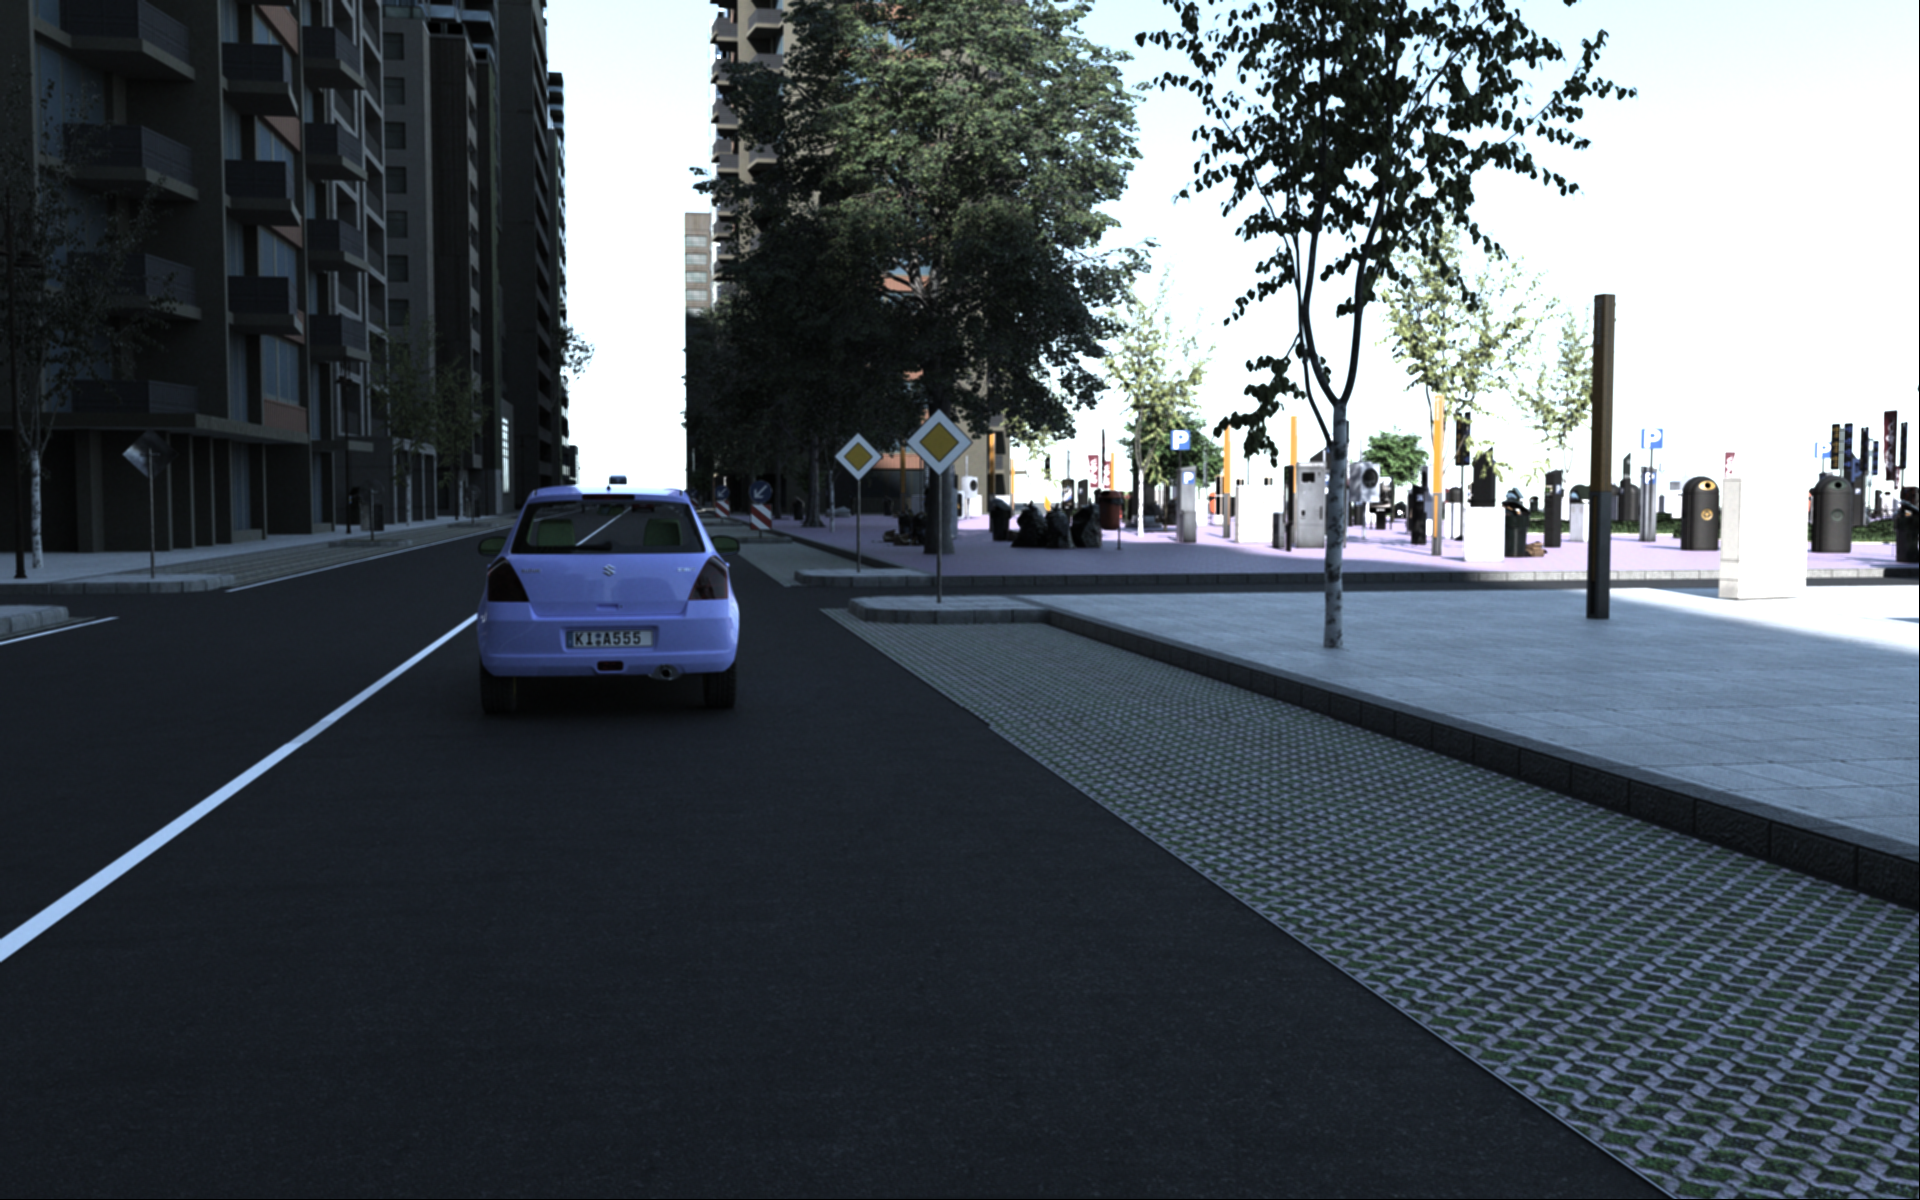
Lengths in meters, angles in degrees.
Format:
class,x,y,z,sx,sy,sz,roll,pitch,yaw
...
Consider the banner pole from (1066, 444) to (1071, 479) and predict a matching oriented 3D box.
class,x,y,z,sx,sy,sz,roll,pitch,yaw
banner pole,5.477,-5.956,87.405,0.401,3.779,0.863,1,4,19

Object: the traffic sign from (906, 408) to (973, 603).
class,x,y,z,sx,sy,sz,roll,pitch,yaw
traffic sign,-0.248,-1.020,20.328,0.795,2.450,0.064,-1,4,-10

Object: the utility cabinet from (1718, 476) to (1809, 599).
class,x,y,z,sx,sy,sz,roll,pitch,yaw
utility cabinet,9.813,-0.764,21.162,1.173,1.500,0.318,-2,4,-26

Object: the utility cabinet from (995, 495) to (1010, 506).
class,x,y,z,sx,sy,sz,roll,pitch,yaw
utility cabinet,2.057,-4.678,87.648,1.020,1.237,0.306,-3,5,-43

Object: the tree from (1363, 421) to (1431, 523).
class,x,y,z,sx,sy,sz,roll,pitch,yaw
tree,19.569,-5.776,78.145,4.285,4.588,4.351,0,3,0

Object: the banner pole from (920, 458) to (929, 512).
class,x,y,z,sx,sy,sz,roll,pitch,yaw
banner pole,-1.860,-6.212,91.576,0.863,3.779,0.401,-2,4,-26

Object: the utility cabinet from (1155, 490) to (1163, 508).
class,x,y,z,sx,sy,sz,roll,pitch,yaw
utility cabinet,9.785,-4.877,88.423,1.173,1.500,0.318,3,5,44

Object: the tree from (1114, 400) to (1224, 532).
class,x,y,z,sx,sy,sz,roll,pitch,yaw
tree,6.917,-4.596,58.865,4.285,4.588,4.351,0,3,0

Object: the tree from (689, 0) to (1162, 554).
class,x,y,z,sx,sy,sz,roll,pitch,yaw
tree,-0.563,-7.971,36.974,9.857,13.997,8.962,0,3,0

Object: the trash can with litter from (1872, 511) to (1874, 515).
class,x,y,z,sx,sy,sz,roll,pitch,yaw
trash can with litter,55.481,-5.685,104.340,1.055,1.170,0.624,-2,4,-29

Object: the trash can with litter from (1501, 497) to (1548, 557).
class,x,y,z,sx,sy,sz,roll,pitch,yaw
trash can with litter,11.447,-1.465,35.335,1.055,1.170,0.624,-2,4,-30

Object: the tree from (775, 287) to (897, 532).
class,x,y,z,sx,sy,sz,roll,pitch,yaw
tree,-4.243,-6.580,57.943,4.360,8.622,3.978,0,3,0

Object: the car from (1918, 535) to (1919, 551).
class,x,y,z,sx,sy,sz,roll,pitch,yaw
car,18.519,-1.209,28.439,5.304,1.827,2.281,-1,4,-11

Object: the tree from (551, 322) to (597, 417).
class,x,y,z,sx,sy,sz,roll,pitch,yaw
tree,-43.445,-19.455,173.983,12.611,20.169,13.585,0,3,0

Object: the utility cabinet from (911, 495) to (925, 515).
class,x,y,z,sx,sy,sz,roll,pitch,yaw
utility cabinet,-2.306,-5.413,99.664,1.020,1.237,0.306,2,4,28

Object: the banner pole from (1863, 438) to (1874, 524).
class,x,y,z,sx,sy,sz,roll,pitch,yaw
banner pole,35.523,-4.754,67.738,0.863,3.779,0.401,-3,5,-40

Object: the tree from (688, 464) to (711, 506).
class,x,y,z,sx,sy,sz,roll,pitch,yaw
tree,-27.991,-12.553,188.947,4.285,4.588,4.351,0,3,0

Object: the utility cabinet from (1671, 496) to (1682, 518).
class,x,y,z,sx,sy,sz,roll,pitch,yaw
utility cabinet,28.428,-3.467,67.854,1.020,1.237,0.306,1,4,15

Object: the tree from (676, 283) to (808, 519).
class,x,y,z,sx,sy,sz,roll,pitch,yaw
tree,-9.164,-10.848,87.742,12.009,13.543,11.850,0,3,0

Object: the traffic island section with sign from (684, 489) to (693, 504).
class,x,y,z,sx,sy,sz,roll,pitch,yaw
traffic island section with sign,-19.583,-7.215,126.587,1.989,1.847,2.006,-1,4,-10

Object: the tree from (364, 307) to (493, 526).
class,x,y,z,sx,sy,sz,roll,pitch,yaw
tree,-21.936,-7.270,69.227,4.737,8.622,4.395,0,3,0

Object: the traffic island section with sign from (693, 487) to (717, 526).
class,x,y,z,sx,sy,sz,roll,pitch,yaw
traffic island section with sign,-10.755,-4.199,77.289,1.989,1.847,2.006,-1,4,-10

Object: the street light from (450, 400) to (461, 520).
class,x,y,z,sx,sy,sz,roll,pitch,yaw
street light,-24.875,-6.889,85.426,0.468,5.910,1.993,-1,4,-10

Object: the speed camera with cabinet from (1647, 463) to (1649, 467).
class,x,y,z,sx,sy,sz,roll,pitch,yaw
speed camera with cabinet,43.461,-7.158,111.362,2.038,3.252,0.660,3,5,44

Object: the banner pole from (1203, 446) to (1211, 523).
class,x,y,z,sx,sy,sz,roll,pitch,yaw
banner pole,10.929,-5.329,77.144,0.401,3.779,0.863,2,4,24

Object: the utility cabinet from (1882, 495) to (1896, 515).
class,x,y,z,sx,sy,sz,roll,pitch,yaw
utility cabinet,53.940,-5.492,100.951,0.306,1.237,1.020,-3,5,-43

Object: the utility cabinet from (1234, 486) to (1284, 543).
class,x,y,z,sx,sy,sz,roll,pitch,yaw
utility cabinet,7.759,-2.227,45.083,1.173,1.500,0.318,-1,4,-14

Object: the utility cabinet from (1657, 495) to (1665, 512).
class,x,y,z,sx,sy,sz,roll,pitch,yaw
utility cabinet,39.407,-5.262,97.191,1.020,1.237,0.306,1,4,9

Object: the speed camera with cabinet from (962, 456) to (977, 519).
class,x,y,z,sx,sy,sz,roll,pitch,yaw
speed camera with cabinet,0.047,-5.756,88.443,0.660,3.252,2.038,3,5,40

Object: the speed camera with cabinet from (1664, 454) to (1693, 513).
class,x,y,z,sx,sy,sz,roll,pitch,yaw
speed camera with cabinet,35.636,-5.579,85.556,2.038,3.252,0.660,-3,4,-37

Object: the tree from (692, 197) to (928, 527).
class,x,y,z,sx,sy,sz,roll,pitch,yaw
tree,-5.597,-9.176,67.039,9.611,12.733,9.660,0,3,0

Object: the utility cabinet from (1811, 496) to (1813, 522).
class,x,y,z,sx,sy,sz,roll,pitch,yaw
utility cabinet,27.376,-2.704,55.379,0.306,1.237,1.020,2,4,25

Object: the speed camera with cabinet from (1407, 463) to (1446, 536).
class,x,y,z,sx,sy,sz,roll,pitch,yaw
speed camera with cabinet,14.285,-3.593,53.076,0.660,3.252,2.038,0,4,-2

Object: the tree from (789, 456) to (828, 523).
class,x,y,z,sx,sy,sz,roll,pitch,yaw
tree,-6.600,-5.063,77.383,1.663,3.219,1.824,0,3,0

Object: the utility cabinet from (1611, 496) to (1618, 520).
class,x,y,z,sx,sy,sz,roll,pitch,yaw
utility cabinet,24.546,-3.299,65.098,0.306,1.237,1.020,1,4,22

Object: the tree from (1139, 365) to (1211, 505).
class,x,y,z,sx,sy,sz,roll,pitch,yaw
tree,11.679,-8.987,97.305,4.360,8.622,3.978,0,3,0

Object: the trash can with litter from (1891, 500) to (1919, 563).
class,x,y,z,sx,sy,sz,roll,pitch,yaw
trash can with litter,18.002,-1.280,32.317,1.055,1.170,0.624,1,4,19

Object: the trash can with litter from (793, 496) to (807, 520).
class,x,y,z,sx,sy,sz,roll,pitch,yaw
trash can with litter,-7.660,-4.488,84.766,1.055,1.170,0.624,1,4,10

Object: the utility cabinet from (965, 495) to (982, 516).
class,x,y,z,sx,sy,sz,roll,pitch,yaw
utility cabinet,0.794,-5.660,103.708,1.020,1.237,0.306,-2,4,-32

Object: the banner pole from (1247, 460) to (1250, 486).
class,x,y,z,sx,sy,sz,roll,pitch,yaw
banner pole,14.062,-5.775,84.431,0.401,3.779,0.863,1,4,20

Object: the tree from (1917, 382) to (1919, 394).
class,x,y,z,sx,sy,sz,roll,pitch,yaw
tree,5.055,-3.414,6.180,4.737,8.622,4.395,0,3,0

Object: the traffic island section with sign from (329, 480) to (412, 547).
class,x,y,z,sx,sy,sz,roll,pitch,yaw
traffic island section with sign,-16.088,-2.369,47.364,1.989,1.847,2.006,-1,4,-10

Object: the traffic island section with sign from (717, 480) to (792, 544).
class,x,y,z,sx,sy,sz,roll,pitch,yaw
traffic island section with sign,-5.995,-2.577,50.755,1.989,1.847,2.006,-1,4,-10

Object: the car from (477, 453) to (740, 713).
class,x,y,z,sx,sy,sz,roll,pitch,yaw
car,-2.569,-0.193,12.740,1.945,1.707,3.694,-1,4,-11

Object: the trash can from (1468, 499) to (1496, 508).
class,x,y,z,sx,sy,sz,roll,pitch,yaw
trash can,13.813,-2.092,45.854,0.748,1.137,0.748,0,3,0

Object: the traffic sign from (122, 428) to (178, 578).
class,x,y,z,sx,sy,sz,roll,pitch,yaw
traffic sign,-12.285,-1.387,26.313,0.795,2.450,0.064,-1,4,-10

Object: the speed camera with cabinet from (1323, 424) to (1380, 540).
class,x,y,z,sx,sy,sz,roll,pitch,yaw
speed camera with cabinet,10.793,-3.319,48.609,2.038,3.252,0.660,-2,4,-24

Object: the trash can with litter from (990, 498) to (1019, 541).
class,x,y,z,sx,sy,sz,roll,pitch,yaw
trash can with litter,1.328,-2.200,47.350,1.055,1.170,0.624,3,5,43

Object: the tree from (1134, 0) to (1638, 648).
class,x,y,z,sx,sy,sz,roll,pitch,yaw
tree,3.296,-3.919,14.432,4.737,8.622,4.395,0,3,0

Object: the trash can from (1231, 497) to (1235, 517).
class,x,y,z,sx,sy,sz,roll,pitch,yaw
trash can,15.023,-5.191,96.522,0.748,1.137,0.748,0,3,0

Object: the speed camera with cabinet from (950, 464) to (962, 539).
class,x,y,z,sx,sy,sz,roll,pitch,yaw
speed camera with cabinet,-0.403,-3.422,50.287,0.660,3.252,2.038,0,4,-3

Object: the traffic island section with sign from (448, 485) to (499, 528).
class,x,y,z,sx,sy,sz,roll,pitch,yaw
traffic island section with sign,-20.973,-4.039,74.661,1.989,1.847,2.006,-1,4,-10

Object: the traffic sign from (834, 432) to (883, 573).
class,x,y,z,sx,sy,sz,roll,pitch,yaw
traffic sign,-1.656,-1.501,28.188,0.795,2.450,0.064,-1,4,-10

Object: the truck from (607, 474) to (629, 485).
class,x,y,z,sx,sy,sz,roll,pitch,yaw
truck,-47.900,-15.471,242.703,2.967,4.110,18.799,-1,4,-11

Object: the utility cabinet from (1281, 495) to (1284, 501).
class,x,y,z,sx,sy,sz,roll,pitch,yaw
utility cabinet,18.081,-5.323,98.184,1.020,1.237,0.306,2,4,26

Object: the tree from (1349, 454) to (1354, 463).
class,x,y,z,sx,sy,sz,roll,pitch,yaw
tree,18.505,-5.384,82.636,1.663,3.219,1.824,0,3,0

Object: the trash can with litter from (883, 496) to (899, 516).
class,x,y,z,sx,sy,sz,roll,pitch,yaw
trash can with litter,-3.997,-5.526,101.734,1.055,1.170,0.624,-1,4,-9

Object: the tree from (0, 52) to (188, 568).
class,x,y,z,sx,sy,sz,roll,pitch,yaw
tree,-15.878,-4.872,30.016,4.360,8.622,3.978,0,3,0
